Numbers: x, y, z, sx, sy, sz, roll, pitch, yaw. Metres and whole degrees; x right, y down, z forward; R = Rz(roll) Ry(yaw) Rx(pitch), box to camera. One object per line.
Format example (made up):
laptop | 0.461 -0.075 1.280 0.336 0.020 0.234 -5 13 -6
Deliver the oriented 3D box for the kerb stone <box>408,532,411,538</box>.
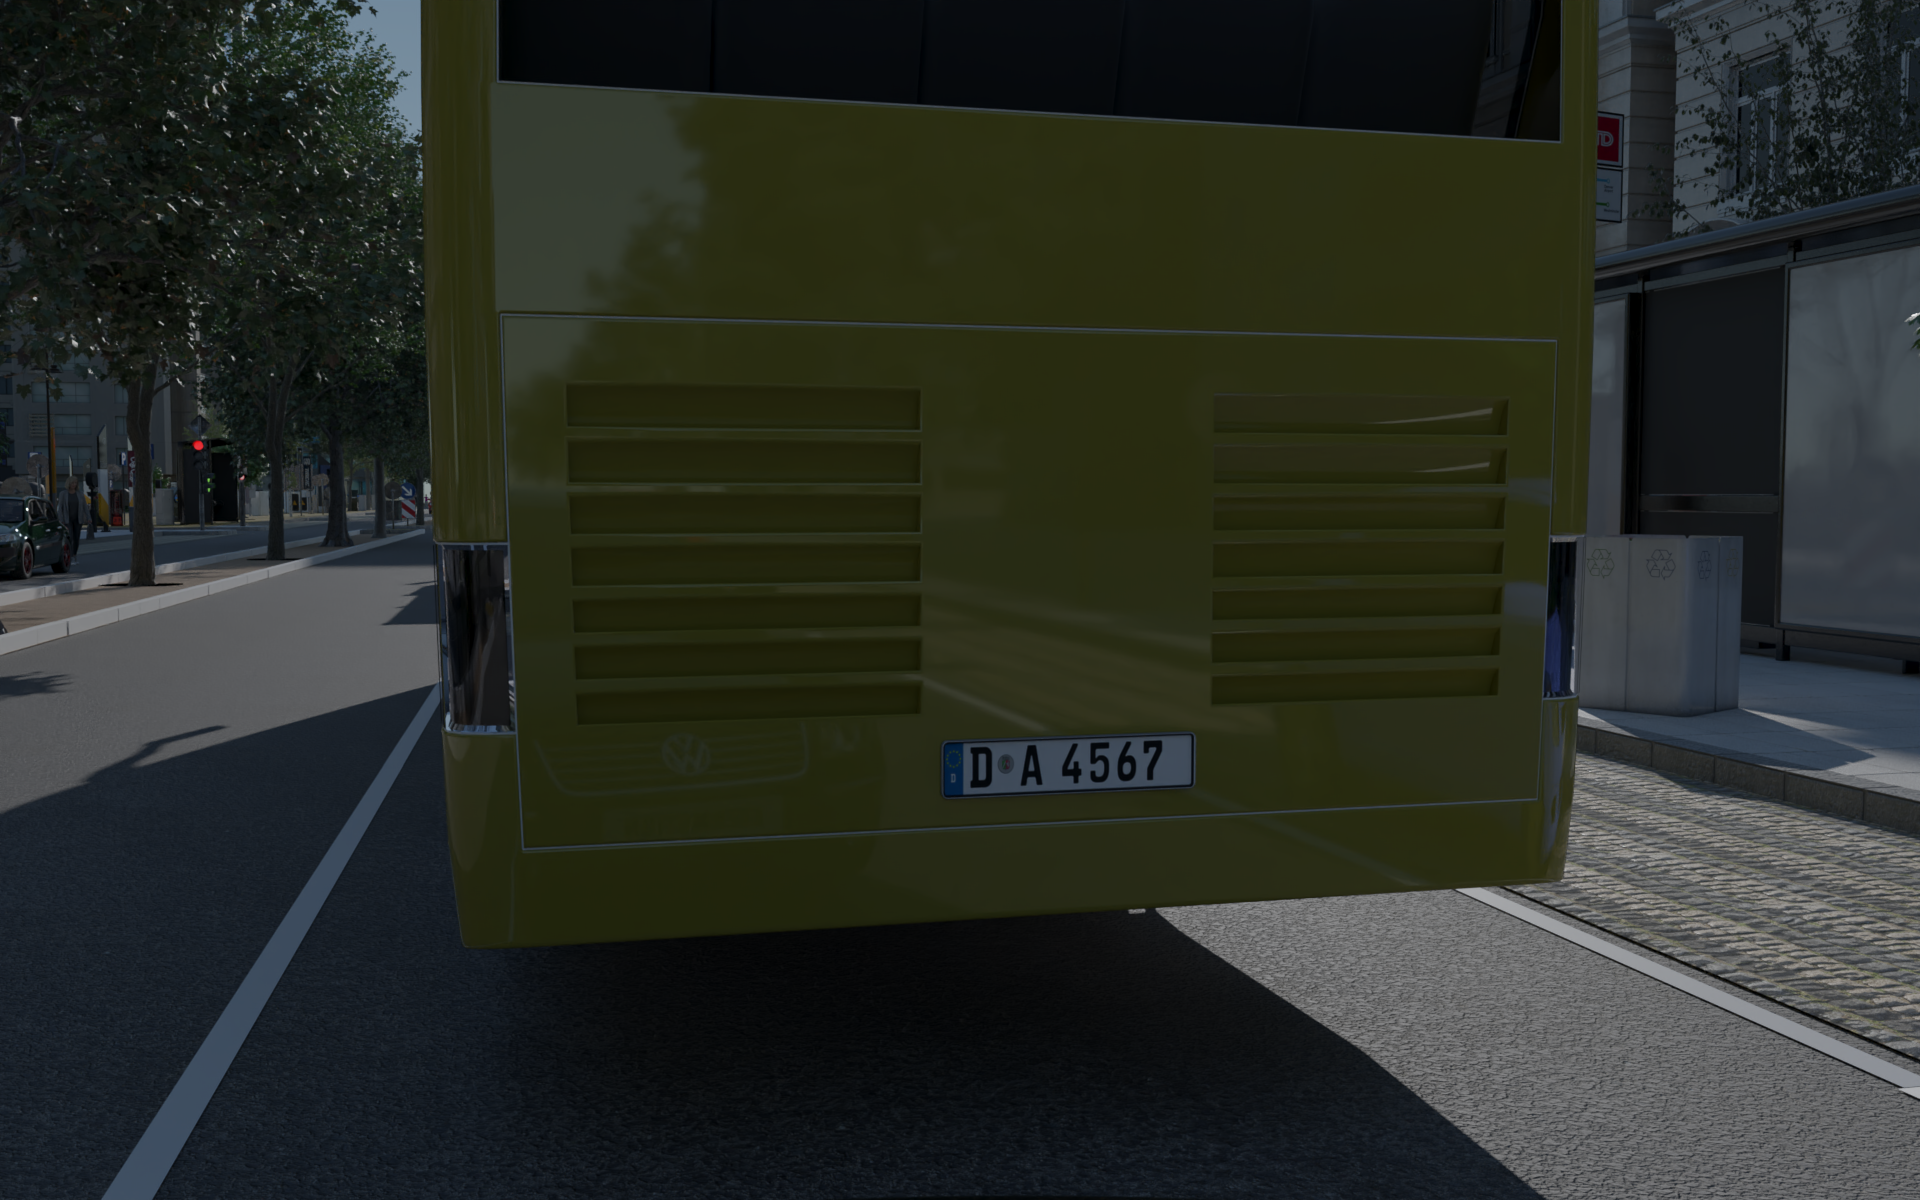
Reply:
kerb stone | -17.931 -2.061 55.927 0.120 0.150 1.000 -1 4 -13

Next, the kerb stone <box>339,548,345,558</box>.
kerb stone | -14.007 -1.023 38.926 0.120 0.150 1.000 -1 4 -13

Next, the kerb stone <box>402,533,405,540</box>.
kerb stone | -17.477 -1.936 53.932 0.120 0.150 1.000 -1 4 -13

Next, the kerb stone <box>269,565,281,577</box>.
kerb stone | -11.932 -0.474 29.940 0.120 0.150 1.000 -1 4 -13

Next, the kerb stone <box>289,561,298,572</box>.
kerb stone | -12.400 -0.596 31.932 0.120 0.150 1.000 -1 4 -13

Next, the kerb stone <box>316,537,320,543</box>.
kerb stone | -18.816 -1.719 50.379 0.120 0.150 1.000 -1 4 -13

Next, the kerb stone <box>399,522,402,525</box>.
kerb stone | -24.702 -3.278 75.922 0.120 0.150 1.000 -1 4 -13

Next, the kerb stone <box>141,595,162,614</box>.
kerb stone | -9.857 0.077 20.941 0.120 0.150 1.000 -1 4 -13

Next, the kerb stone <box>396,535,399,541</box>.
kerb stone | -17.010 -1.813 51.928 0.120 0.150 1.000 -1 4 -13

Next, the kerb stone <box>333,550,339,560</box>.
kerb stone | -13.776 -0.959 37.918 0.120 0.150 1.000 -1 4 -13

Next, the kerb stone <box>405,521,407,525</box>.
kerb stone | -25.403 -3.469 78.910 0.120 0.150 1.000 -1 4 -13

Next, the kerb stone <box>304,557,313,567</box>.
kerb stone | -12.858 -0.718 33.928 0.120 0.150 1.000 -1 4 -13

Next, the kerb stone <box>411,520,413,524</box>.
kerb stone | -26.089 -3.652 81.906 0.120 0.150 1.000 -1 4 -13

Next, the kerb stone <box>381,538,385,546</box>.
kerb stone | -16.088 -1.570 47.933 0.120 0.150 1.000 -1 4 -13

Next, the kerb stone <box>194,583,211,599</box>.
kerb stone | -10.556 -0.107 23.942 0.120 0.150 1.000 -1 4 -13

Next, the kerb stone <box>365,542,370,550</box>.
kerb stone | -15.159 -1.329 43.928 0.120 0.150 1.000 -1 4 -13

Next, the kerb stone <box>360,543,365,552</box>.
kerb stone | -14.932 -1.268 42.928 0.120 0.150 1.000 -1 4 -13

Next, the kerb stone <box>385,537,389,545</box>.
kerb stone | -16.315 -1.635 48.929 0.120 0.150 1.000 -1 4 -13

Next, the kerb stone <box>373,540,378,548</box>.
kerb stone | -15.630 -1.448 45.935 0.120 0.150 1.000 -1 4 -13

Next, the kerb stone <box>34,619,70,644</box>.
kerb stone | -8.945 0.321 16.950 0.120 0.150 1.000 -1 4 -13

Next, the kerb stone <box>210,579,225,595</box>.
kerb stone | -10.779 -0.168 24.940 0.120 0.150 1.000 -1 4 -13

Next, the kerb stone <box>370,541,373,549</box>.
kerb stone | -15.402 -1.391 44.936 0.120 0.150 1.000 -1 4 -13

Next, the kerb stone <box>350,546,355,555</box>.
kerb stone | -14.472 -1.145 40.922 0.120 0.150 1.000 -1 4 -13

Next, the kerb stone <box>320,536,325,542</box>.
kerb stone | -19.040 -1.784 51.377 0.120 0.150 1.000 -1 4 -13

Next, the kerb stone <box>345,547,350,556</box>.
kerb stone | -14.244 -1.084 39.921 0.120 0.150 1.000 -1 4 -13

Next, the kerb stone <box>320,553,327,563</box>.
kerb stone | -13.316 -0.840 35.925 0.120 0.150 1.000 -1 4 -13

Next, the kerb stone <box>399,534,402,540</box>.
kerb stone | -17.240 -1.880 52.925 0.120 0.150 1.000 -1 4 -13

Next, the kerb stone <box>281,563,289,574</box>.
kerb stone | -12.170 -0.535 30.936 0.120 0.150 1.000 -1 4 -13

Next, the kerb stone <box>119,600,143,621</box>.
kerb stone | -9.626 0.138 19.944 0.120 0.150 1.000 -1 4 -13

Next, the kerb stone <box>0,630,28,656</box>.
kerb stone | -8.709 0.382 15.949 0.120 0.150 1.000 -1 4 -13

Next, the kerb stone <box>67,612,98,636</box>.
kerb stone | -9.164 0.259 17.953 0.120 0.150 1.000 -1 4 -13

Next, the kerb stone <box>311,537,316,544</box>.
kerb stone | -18.578 -1.660 49.382 0.120 0.150 1.000 -1 4 -13

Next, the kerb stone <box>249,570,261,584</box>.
kerb stone | -11.473 -0.351 27.942 0.120 0.150 1.000 -1 4 -13

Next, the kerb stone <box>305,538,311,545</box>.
kerb stone | -18.351 -1.602 48.385 0.120 0.150 1.000 -1 4 -13

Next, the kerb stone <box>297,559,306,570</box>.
kerb stone | -12.627 -0.656 32.929 0.120 0.150 1.000 -1 4 -13

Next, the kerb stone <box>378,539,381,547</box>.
kerb stone | -15.862 -1.513 46.933 0.120 0.150 1.000 -1 4 -13

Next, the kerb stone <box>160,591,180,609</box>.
kerb stone | -10.092 0.015 21.952 0.120 0.150 1.000 -1 4 -13

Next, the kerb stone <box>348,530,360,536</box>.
kerb stone | -21.119 -2.334 60.360 0.120 0.150 1.000 -1 4 -13

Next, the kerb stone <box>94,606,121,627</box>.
kerb stone | -9.401 0.199 18.947 0.120 0.150 1.000 -1 4 -13

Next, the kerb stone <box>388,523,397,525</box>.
kerb stone | -24.246 -3.164 73.921 0.120 0.150 1.000 -1 4 -13

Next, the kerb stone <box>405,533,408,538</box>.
kerb stone | -17.703 -2.002 54.931 0.120 0.150 1.000 -1 4 -13

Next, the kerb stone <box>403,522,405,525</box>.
kerb stone | -25.167 -3.408 77.913 0.120 0.150 1.000 -1 4 -13

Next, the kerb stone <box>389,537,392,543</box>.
kerb stone | -16.550 -1.696 49.932 0.120 0.150 1.000 -1 4 -13

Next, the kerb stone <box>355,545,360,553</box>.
kerb stone | -14.709 -1.205 41.923 0.120 0.150 1.000 -1 4 -13

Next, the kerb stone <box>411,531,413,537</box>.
kerb stone | -18.164 -2.124 56.923 0.120 0.150 1.000 -1 4 -13

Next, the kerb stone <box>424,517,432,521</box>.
kerb stone | -28.862 -4.387 93.916 0.120 0.150 1.000 -1 4 -13

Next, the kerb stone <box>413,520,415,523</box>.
kerb stone | -26.320 -3.713 82.903 0.120 0.150 1.000 -1 4 -13

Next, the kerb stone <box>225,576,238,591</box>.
kerb stone | -11.010 -0.228 25.936 0.120 0.150 1.000 -1 4 -13

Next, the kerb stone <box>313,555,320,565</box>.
kerb stone | -13.090 -0.779 34.928 0.120 0.150 1.000 -1 4 -13

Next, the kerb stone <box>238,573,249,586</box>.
kerb stone | -11.246 -0.286 26.942 0.120 0.150 1.000 -1 4 -13

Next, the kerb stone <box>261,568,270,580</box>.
kerb stone | -11.713 -0.412 28.941 0.120 0.150 1.000 -1 4 -13

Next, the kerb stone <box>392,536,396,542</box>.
kerb stone | -16.784 -1.757 50.927 0.120 0.150 1.000 -1 4 -13

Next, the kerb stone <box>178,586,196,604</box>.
kerb stone | -10.324 -0.046 22.947 0.120 0.150 1.000 -1 4 -13

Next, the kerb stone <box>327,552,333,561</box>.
kerb stone | -13.551 -0.901 36.919 0.120 0.150 1.000 -1 4 -13

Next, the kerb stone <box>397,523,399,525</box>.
kerb stone | -24.471 -3.225 74.926 0.120 0.150 1.000 -1 4 -13
